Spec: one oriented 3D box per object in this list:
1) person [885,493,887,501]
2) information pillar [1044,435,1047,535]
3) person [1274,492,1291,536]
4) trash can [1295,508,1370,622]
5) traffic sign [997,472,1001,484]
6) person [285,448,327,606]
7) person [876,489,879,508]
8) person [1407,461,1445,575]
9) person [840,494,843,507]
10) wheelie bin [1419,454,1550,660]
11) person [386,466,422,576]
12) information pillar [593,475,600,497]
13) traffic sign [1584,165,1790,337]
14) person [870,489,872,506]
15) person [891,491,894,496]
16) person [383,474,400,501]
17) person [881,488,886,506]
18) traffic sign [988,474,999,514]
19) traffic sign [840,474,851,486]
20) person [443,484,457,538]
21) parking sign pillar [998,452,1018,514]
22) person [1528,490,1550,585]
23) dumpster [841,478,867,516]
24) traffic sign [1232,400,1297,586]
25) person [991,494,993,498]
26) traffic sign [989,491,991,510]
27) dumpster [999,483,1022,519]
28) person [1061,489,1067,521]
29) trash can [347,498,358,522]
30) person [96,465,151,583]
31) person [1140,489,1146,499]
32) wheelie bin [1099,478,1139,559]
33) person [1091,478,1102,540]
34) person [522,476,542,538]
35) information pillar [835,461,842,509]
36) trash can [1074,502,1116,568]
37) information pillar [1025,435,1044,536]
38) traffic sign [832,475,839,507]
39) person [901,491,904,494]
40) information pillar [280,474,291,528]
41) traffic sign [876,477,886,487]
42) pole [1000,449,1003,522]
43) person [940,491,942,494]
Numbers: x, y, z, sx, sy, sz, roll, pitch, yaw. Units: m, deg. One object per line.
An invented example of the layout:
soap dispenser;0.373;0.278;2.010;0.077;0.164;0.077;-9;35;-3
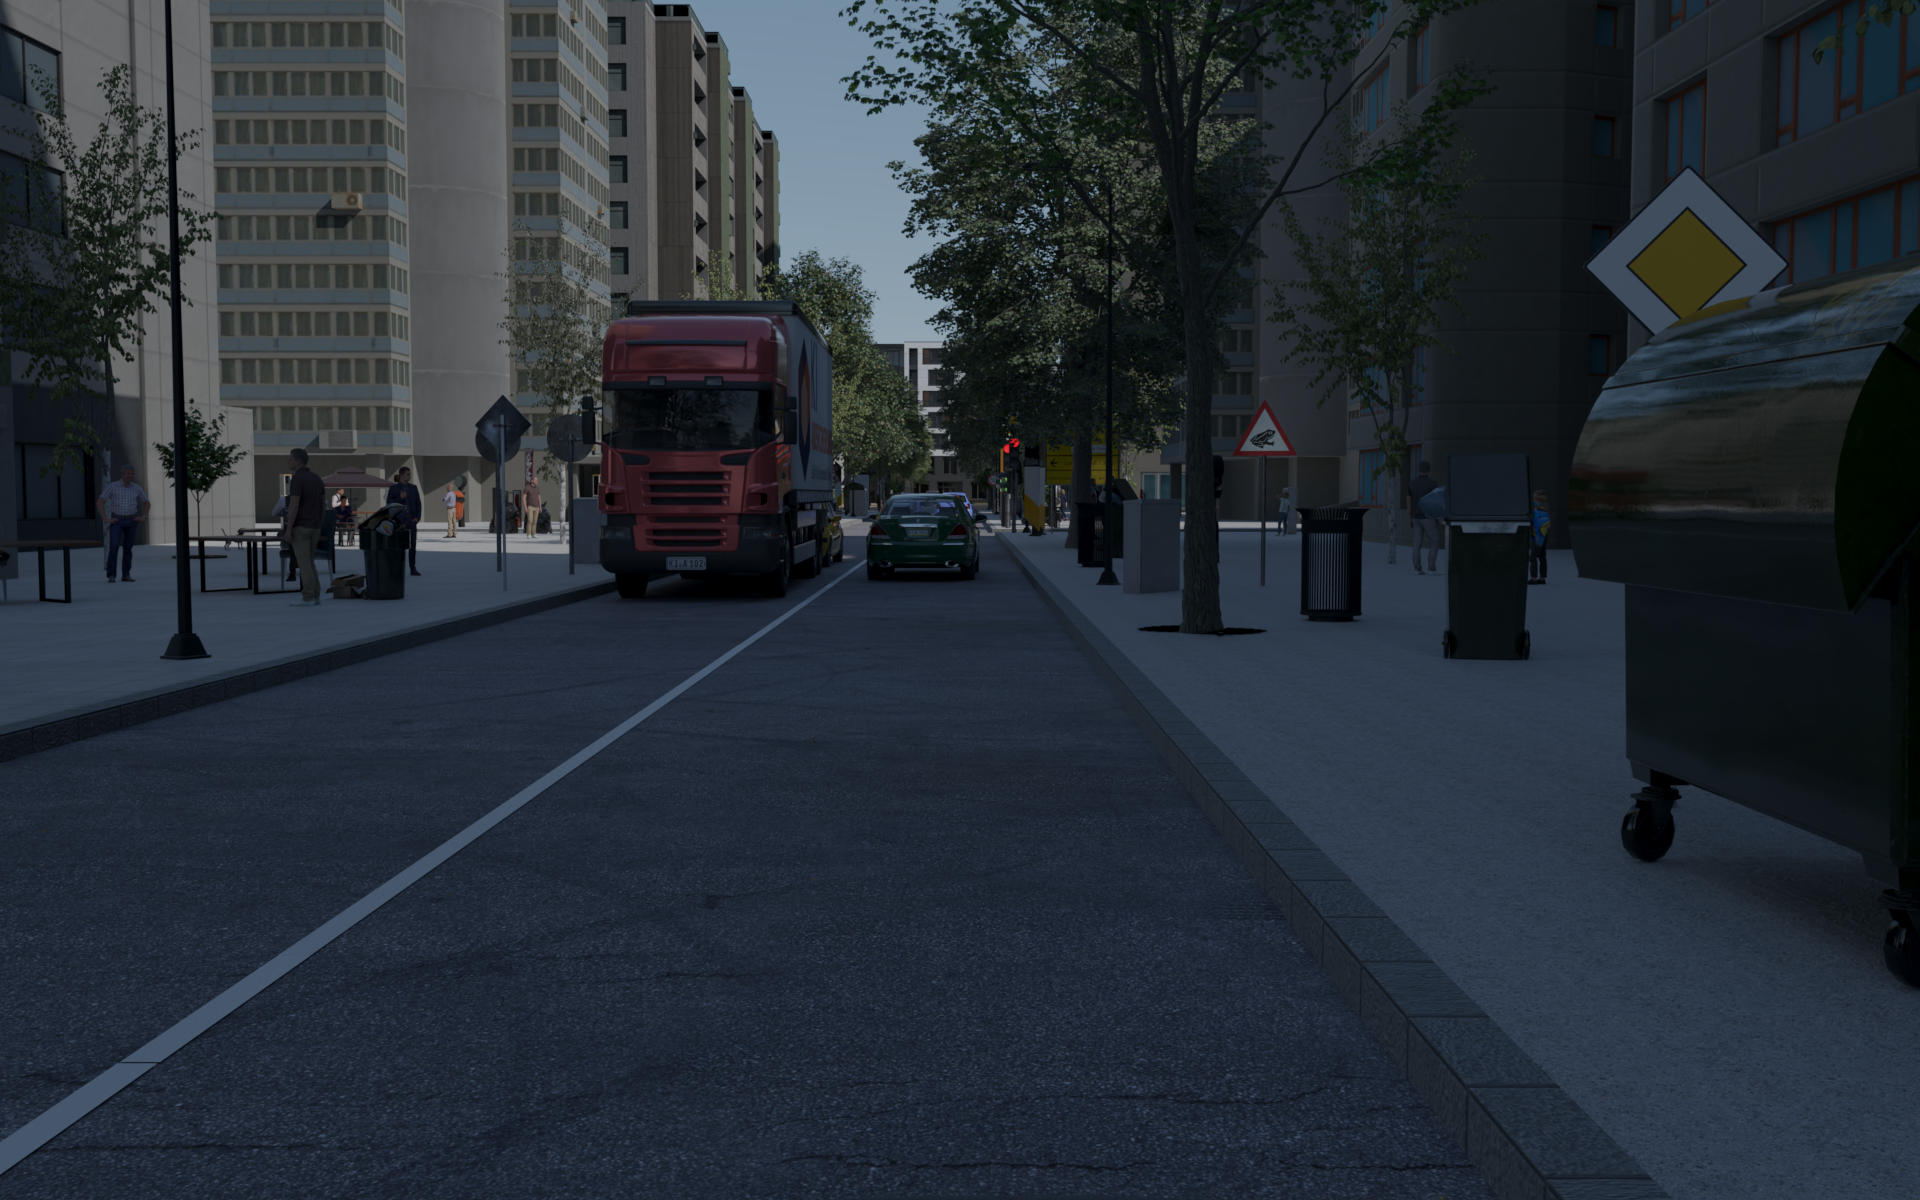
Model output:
person;-6.870;-9.413;163.200;1.065;1.426;0.557;-1;4;-17
information pillar;2.472;-3.859;54.454;0.504;3.616;0.183;3;4;37
person;9.786;-2.609;52.613;0.435;1.345;0.340;-3;4;-38
trash can;3.762;-0.360;17.540;0.748;1.137;0.748;0;3;0
traffic sign;2.486;-6.052;99.050;0.768;2.556;0.104;0;4;8
person;-7.555;-0.841;19.919;0.434;1.807;0.598;2;4;24
person;-6.936;-8.709;149.171;0.721;1.736;1.217;0;4;2
person;7.396;-1.302;27.467;0.434;1.807;0.598;-2;4;-32
person;-11.948;-10.130;172.201;0.617;1.759;0.750;0;4;2
wheelie bin;4.101;-0.348;13.604;0.980;1.594;0.693;1;4;13
person;-8.662;-1.226;27.003;0.541;1.710;0.530;-2;4;-25
information pillar;-13.757;-3.757;65.921;0.304;2.012;0.304;1;4;23
traffic sign;2.934;-0.445;7.004;0.795;2.593;0.064;0;4;6
person;-9.844;-11.272;190.355;0.705;1.822;1.348;0;4;7
person;-7.191;-10.583;179.811;0.721;1.736;1.217;3;5;39
person;-15.003;-2.457;46.368;0.875;1.805;0.789;-1;4;-15
person;-6.550;-8.654;147.622;0.705;1.812;1.348;-2;4;-24
traffic sign;2.127;-6.701;109.669;0.768;2.556;0.104;0;4;2
traffic sign;-7.028;-6.595;107.829;0.884;2.594;0.081;0;4;6
person;-14.902;-2.597;50.567;0.319;1.574;0.516;1;4;17
parking sign pillar;3.136;-7.483;110.817;1.447;3.967;1.447;-1;4;-20
person;8.177;-0.894;24.561;0.340;1.345;0.435;1;4;23
dumpster;-6.343;-6.206;103.958;1.502;2.255;1.985;0;4;0
traffic sign;4.225;-1.473;24.095;0.884;2.594;0.081;0;4;4
person;3.114;-8.451;144.182;1.348;1.831;0.705;-2;4;-23
traffic sign;2.358;-8.314;136.036;0.768;2.556;0.104;0;4;6
dumpster;2.664;-5.127;89.581;1.264;1.857;1.865;0;3;0
person;4.807;-4.440;81.180;0.480;1.512;0.613;2;4;23
trash can;-23.175;-3.304;65.672;0.748;1.137;0.748;0;3;0
person;-12.195;-1.122;25.326;0.756;1.711;0.436;-3;4;-38
person;11.817;-6.364;111.805;0.444;1.614;0.593;0;4;3
wheelie bin;3.182;-1.639;34.704;0.693;1.594;0.980;2;4;30
person;3.739;-2.549;48.533;0.431;1.722;0.655;3;5;39
person;-12.380;-2.693;50.199;0.598;1.807;0.434;-3;5;-41
information pillar;-8.468;-7.881;120.213;0.504;3.616;0.183;-1;4;-11
trash can;2.370;-1.148;30.427;0.748;1.137;0.748;0;3;0
information pillar;2.206;-3.743;52.552;0.504;3.616;0.183;2;4;26
traffic sign;-7.842;-6.503;106.427;0.768;2.556;0.104;0;4;4
person;-6.178;-11.166;189.546;0.756;1.711;0.436;3;4;38
information pillar;-25.299;-3.701;65.011;0.304;2.012;0.304;3;4;37
traffic sign;-5.903;-7.912;129.093;0.795;2.593;0.064;0;4;8
pole;1.910;-5.157;78.157;0.158;3.312;0.155;0;3;0
person;-2.026;-11.232;192.844;0.721;1.736;1.217;-2;4;-24
